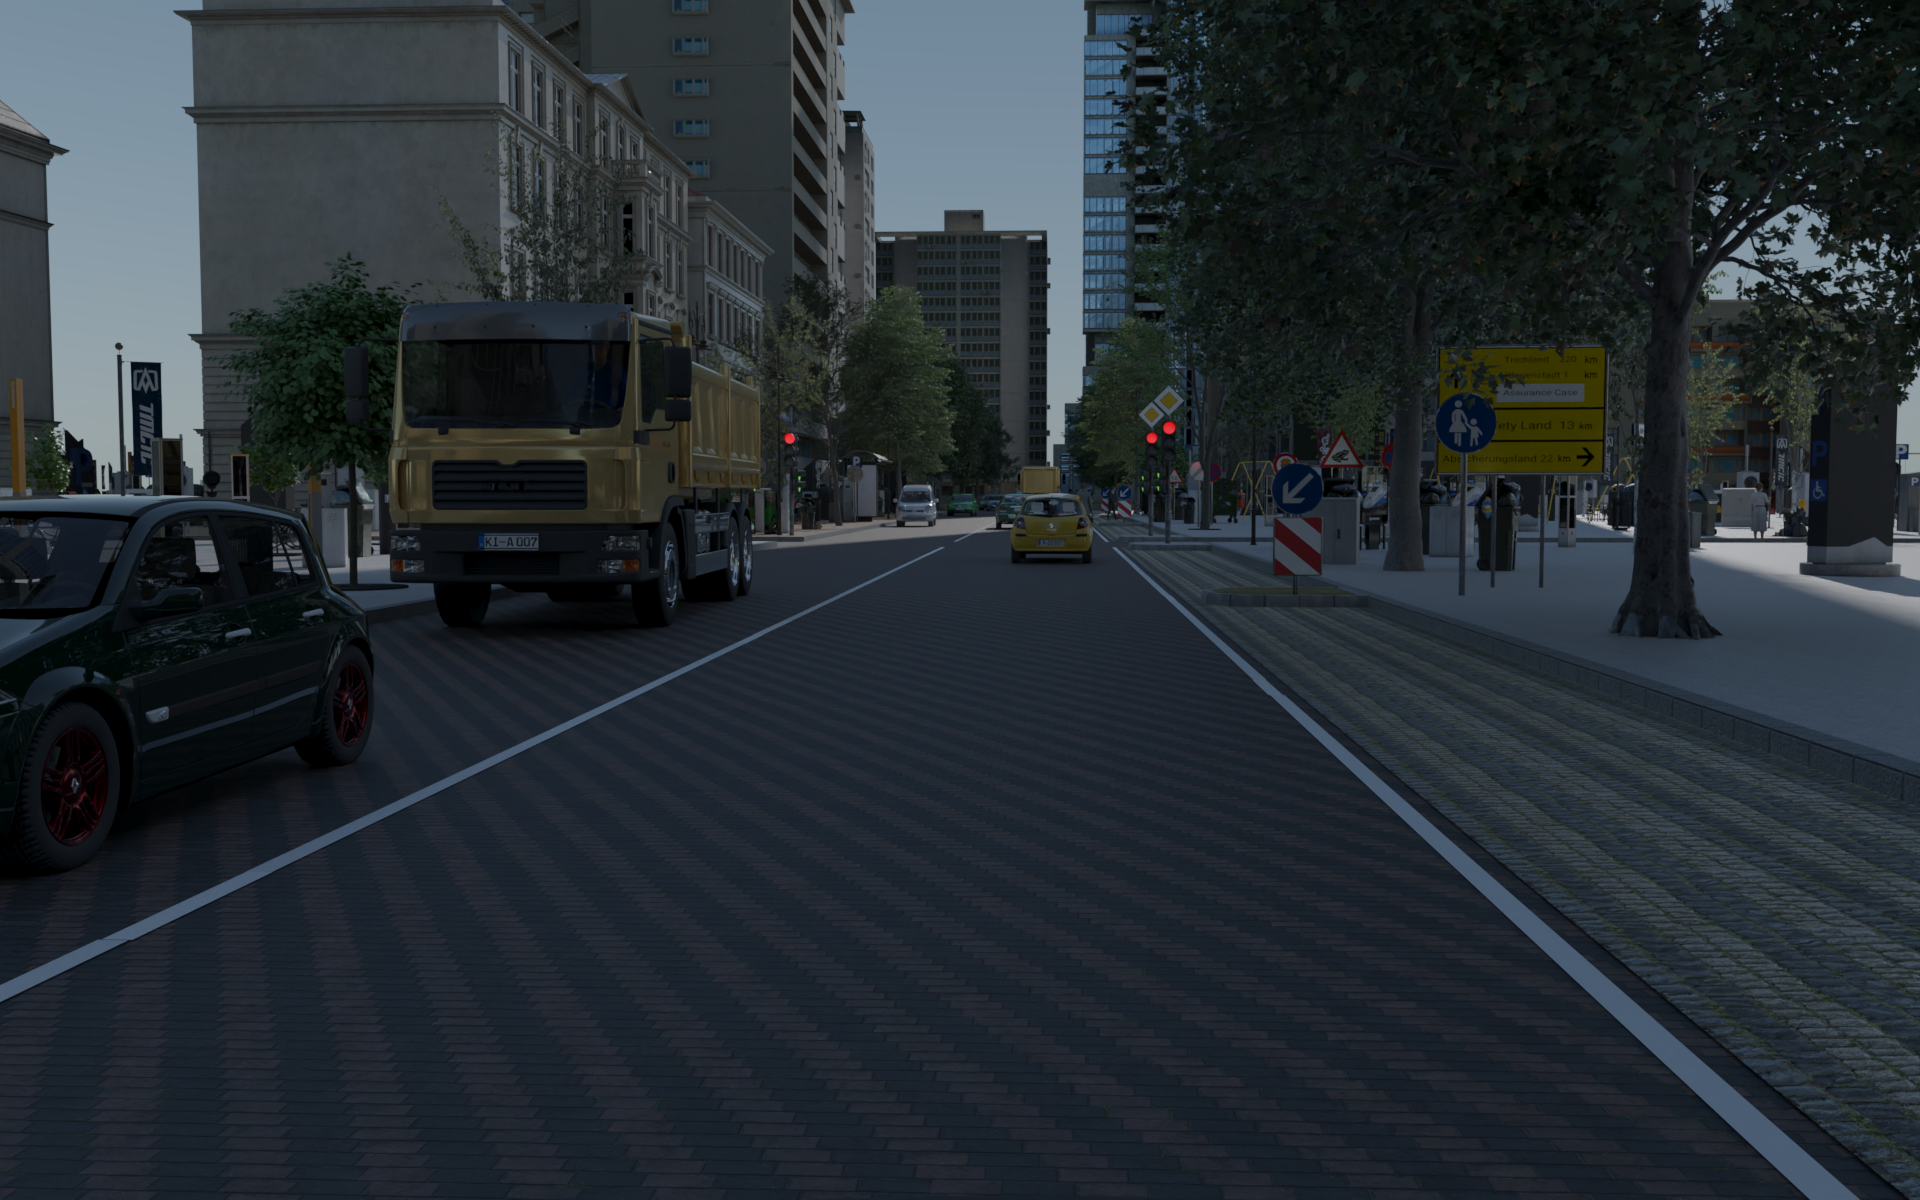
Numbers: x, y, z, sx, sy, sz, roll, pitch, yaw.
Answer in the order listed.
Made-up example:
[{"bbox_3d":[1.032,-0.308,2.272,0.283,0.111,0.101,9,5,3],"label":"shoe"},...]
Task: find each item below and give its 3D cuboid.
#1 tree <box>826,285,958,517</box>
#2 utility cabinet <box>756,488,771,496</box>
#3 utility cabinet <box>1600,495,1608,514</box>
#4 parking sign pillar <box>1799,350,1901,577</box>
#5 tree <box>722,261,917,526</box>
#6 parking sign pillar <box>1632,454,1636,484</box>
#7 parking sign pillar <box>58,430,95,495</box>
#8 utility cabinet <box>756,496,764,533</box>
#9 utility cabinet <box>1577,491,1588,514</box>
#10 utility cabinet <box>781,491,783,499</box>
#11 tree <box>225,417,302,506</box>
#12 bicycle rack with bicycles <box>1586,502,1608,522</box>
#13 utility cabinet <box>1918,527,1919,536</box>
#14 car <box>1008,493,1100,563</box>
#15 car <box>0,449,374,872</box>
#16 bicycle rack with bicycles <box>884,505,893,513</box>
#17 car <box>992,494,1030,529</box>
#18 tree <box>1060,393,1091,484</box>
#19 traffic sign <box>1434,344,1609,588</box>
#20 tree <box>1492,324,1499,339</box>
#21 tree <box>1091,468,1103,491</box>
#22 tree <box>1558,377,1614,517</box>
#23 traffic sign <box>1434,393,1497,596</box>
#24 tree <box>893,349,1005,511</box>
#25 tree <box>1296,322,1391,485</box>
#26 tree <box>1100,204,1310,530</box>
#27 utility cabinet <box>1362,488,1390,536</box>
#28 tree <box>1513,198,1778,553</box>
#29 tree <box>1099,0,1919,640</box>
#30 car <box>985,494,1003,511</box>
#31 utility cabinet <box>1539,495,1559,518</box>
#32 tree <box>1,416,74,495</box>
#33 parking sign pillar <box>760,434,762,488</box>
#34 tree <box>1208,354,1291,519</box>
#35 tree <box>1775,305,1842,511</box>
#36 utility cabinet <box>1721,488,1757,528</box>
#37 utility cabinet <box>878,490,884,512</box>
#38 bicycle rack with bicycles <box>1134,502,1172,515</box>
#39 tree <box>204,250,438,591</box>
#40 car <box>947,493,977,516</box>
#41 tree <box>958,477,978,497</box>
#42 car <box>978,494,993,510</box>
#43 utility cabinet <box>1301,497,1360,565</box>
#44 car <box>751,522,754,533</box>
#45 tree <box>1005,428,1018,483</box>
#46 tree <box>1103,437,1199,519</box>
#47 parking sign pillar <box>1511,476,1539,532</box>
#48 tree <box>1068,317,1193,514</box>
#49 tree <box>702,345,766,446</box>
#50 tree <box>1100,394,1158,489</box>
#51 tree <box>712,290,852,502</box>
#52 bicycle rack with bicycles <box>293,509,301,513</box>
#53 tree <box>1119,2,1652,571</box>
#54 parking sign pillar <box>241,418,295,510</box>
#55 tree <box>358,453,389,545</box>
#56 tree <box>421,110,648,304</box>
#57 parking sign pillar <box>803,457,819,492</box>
[{"bbox_3d":[-3.757,-10.800,94.706,7.486,12.596,7.792,0,3,0],"label":"tree"},{"bbox_3d":[-11.684,-5.881,104.840,1.173,1.500,0.318,0,4,1],"label":"utility cabinet"},{"bbox_3d":[42.618,-6.296,114.104,1.020,1.237,0.306,-2,4,-32],"label":"utility cabinet"},{"bbox_3d":[14.130,-2.381,27.401,1.447,3.967,1.447,-1,4,-16],"label":"parking sign pillar"},{"bbox_3d":[-5.176,-8.270,69.629,7.601,10.594,8.767,2,4,26],"label":"tree"},{"bbox_3d":[43.322,-7.494,110.993,1.447,3.967,1.447,2,4,25],"label":"parking sign pillar"},{"bbox_3d":[-37.266,-5.193,73.373,1.447,3.967,1.447,1,4,10],"label":"parking sign pillar"},{"bbox_3d":[-6.746,-2.857,57.872,1.020,1.237,0.306,0,4,-3],"label":"utility cabinet"},{"bbox_3d":[38.572,-6.051,107.614,0.318,1.500,1.173,-1,4,-11],"label":"utility cabinet"},{"bbox_3d":[-12.244,-6.535,115.518,1.173,1.500,0.318,3,4,37],"label":"utility cabinet"},{"bbox_3d":[-14.299,-2.521,35.820,1.663,3.219,1.824,0,3,0],"label":"tree"},{"bbox_3d":[30.322,-4.095,80.337,2.852,0.926,2.925,1,4,17],"label":"bicycle rack with bicycles"},{"bbox_3d":[29.333,-2.661,52.189,0.318,1.500,1.173,0,4,5],"label":"utility cabinet"},{"bbox_3d":[2.009,-1.655,37.286,2.015,1.641,3.980,0,4,4],"label":"car"},{"bbox_3d":[-4.140,0.119,7.848,2.009,1.686,4.222,0,4,3],"label":"car"},{"bbox_3d":[-5.411,-5.773,107.777,2.852,0.926,2.925,-3,5,-40],"label":"bicycle rack with bicycles"},{"bbox_3d":[2.399,-3.707,72.400,2.131,1.459,4.920,0,4,1],"label":"car"},{"bbox_3d":[16.330,-17.549,193.577,9.857,13.997,8.962,0,3,0],"label":"tree"},{"bbox_3d":[7.642,-1.822,23.662,2.265,3.308,0.079,0,4,8],"label":"traffic sign"},{"bbox_3d":[20.182,-7.015,65.056,4.360,8.622,3.978,0,3,0],"label":"tree"},{"bbox_3d":[14.298,-10.709,158.812,4.285,4.588,4.351,0,3,0],"label":"tree"},{"bbox_3d":[35.072,-9.004,97.577,4.737,8.622,4.395,0,3,0],"label":"tree"},{"bbox_3d":[6.347,-1.329,21.830,0.768,2.556,0.104,0,4,4],"label":"traffic sign"},{"bbox_3d":[-1.617,-13.310,134.633,9.611,12.733,9.660,0,3,0],"label":"tree"},{"bbox_3d":[16.397,-7.493,72.880,4.737,8.622,4.395,0,3,0],"label":"tree"},{"bbox_3d":[8.755,-8.297,61.407,9.928,11.665,9.643,0,3,0],"label":"tree"},{"bbox_3d":[12.884,-2.701,52.838,1.173,1.500,0.318,-1,4,-19],"label":"utility cabinet"},{"bbox_3d":[14.414,-5.314,37.246,4.360,8.622,3.978,0,3,0],"label":"tree"},{"bbox_3d":[6.374,-6.013,15.318,9.611,12.733,9.660,0,3,0],"label":"tree"},{"bbox_3d":[3.124,-8.156,145.349,2.014,1.417,4.499,0,4,2],"label":"car"},{"bbox_3d":[31.677,-5.013,93.130,1.020,1.237,0.306,-1,4,-11],"label":"utility cabinet"},{"bbox_3d":[-22.419,-2.946,42.774,1.663,3.219,1.824,0,3,0],"label":"tree"},{"bbox_3d":[-9.320,-5.457,77.694,1.447,3.967,1.447,1,4,16],"label":"parking sign pillar"},{"bbox_3d":[14.987,-8.467,88.805,4.360,8.622,3.978,0,3,0],"label":"tree"},{"bbox_3d":[27.428,-6.485,56.400,4.360,8.622,3.978,0,3,0],"label":"tree"},{"bbox_3d":[29.495,-3.481,65.585,1.173,1.500,0.318,3,5,41],"label":"utility cabinet"},{"bbox_3d":[-4.682,-5.531,99.103,0.318,1.500,1.173,-2,4,-26],"label":"utility cabinet"},{"bbox_3d":[12.284,-5.799,108.195,2.925,0.926,2.852,-1,4,-12],"label":"bicycle rack with bicycles"},{"bbox_3d":[-8.330,-2.428,23.405,4.285,4.588,4.351,0,3,0],"label":"tree"},{"bbox_3d":[0.149,-6.389,113.262,1.959,1.807,4.718,0,4,4],"label":"car"},{"bbox_3d":[1.375,-14.354,185.045,4.360,8.622,3.978,0,3,0],"label":"tree"},{"bbox_3d":[2.706,-8.698,154.009,2.131,1.459,4.920,0,4,4],"label":"car"},{"bbox_3d":[6.804,-1.264,31.830,1.020,1.237,0.306,2,4,27],"label":"utility cabinet"},{"bbox_3d":[-8.307,-2.514,49.902,4.718,1.807,1.959,0,4,3],"label":"car"},{"bbox_3d":[0.091,-15.628,172.523,9.611,12.733,9.660,0,3,0],"label":"tree"},{"bbox_3d":[10.567,-6.457,89.279,4.285,4.588,4.351,0,3,0],"label":"tree"},{"bbox_3d":[19.177,-4.343,59.484,1.447,3.967,1.447,0,4,-1],"label":"parking sign pillar"},{"bbox_3d":[11.280,-11.841,111.724,7.486,12.596,7.792,0,3,0],"label":"tree"},{"bbox_3d":[-11.371,-8.278,85.710,4.737,8.622,4.395,0,3,0],"label":"tree"},{"bbox_3d":[11.932,-10.327,119.208,4.737,8.622,4.395,0,3,0],"label":"tree"},{"bbox_3d":[-6.435,-6.829,62.009,4.360,8.622,3.978,0,3,0],"label":"tree"},{"bbox_3d":[-15.924,-1.653,40.417,2.925,0.926,2.852,-1,4,-10],"label":"bicycle rack with bicycles"},{"bbox_3d":[7.565,-7.463,28.683,9.857,13.997,8.962,0,3,0],"label":"tree"},{"bbox_3d":[-18.319,-3.509,45.843,1.447,3.967,1.447,1,4,13],"label":"parking sign pillar"},{"bbox_3d":[-14.322,-3.000,43.654,1.663,3.219,1.824,0,3,0],"label":"tree"},{"bbox_3d":[-7.803,-5.040,32.772,4.360,8.622,3.978,0,3,0],"label":"tree"},{"bbox_3d":[-10.908,-8.491,127.303,1.447,3.967,1.447,2,4,31],"label":"parking sign pillar"}]
